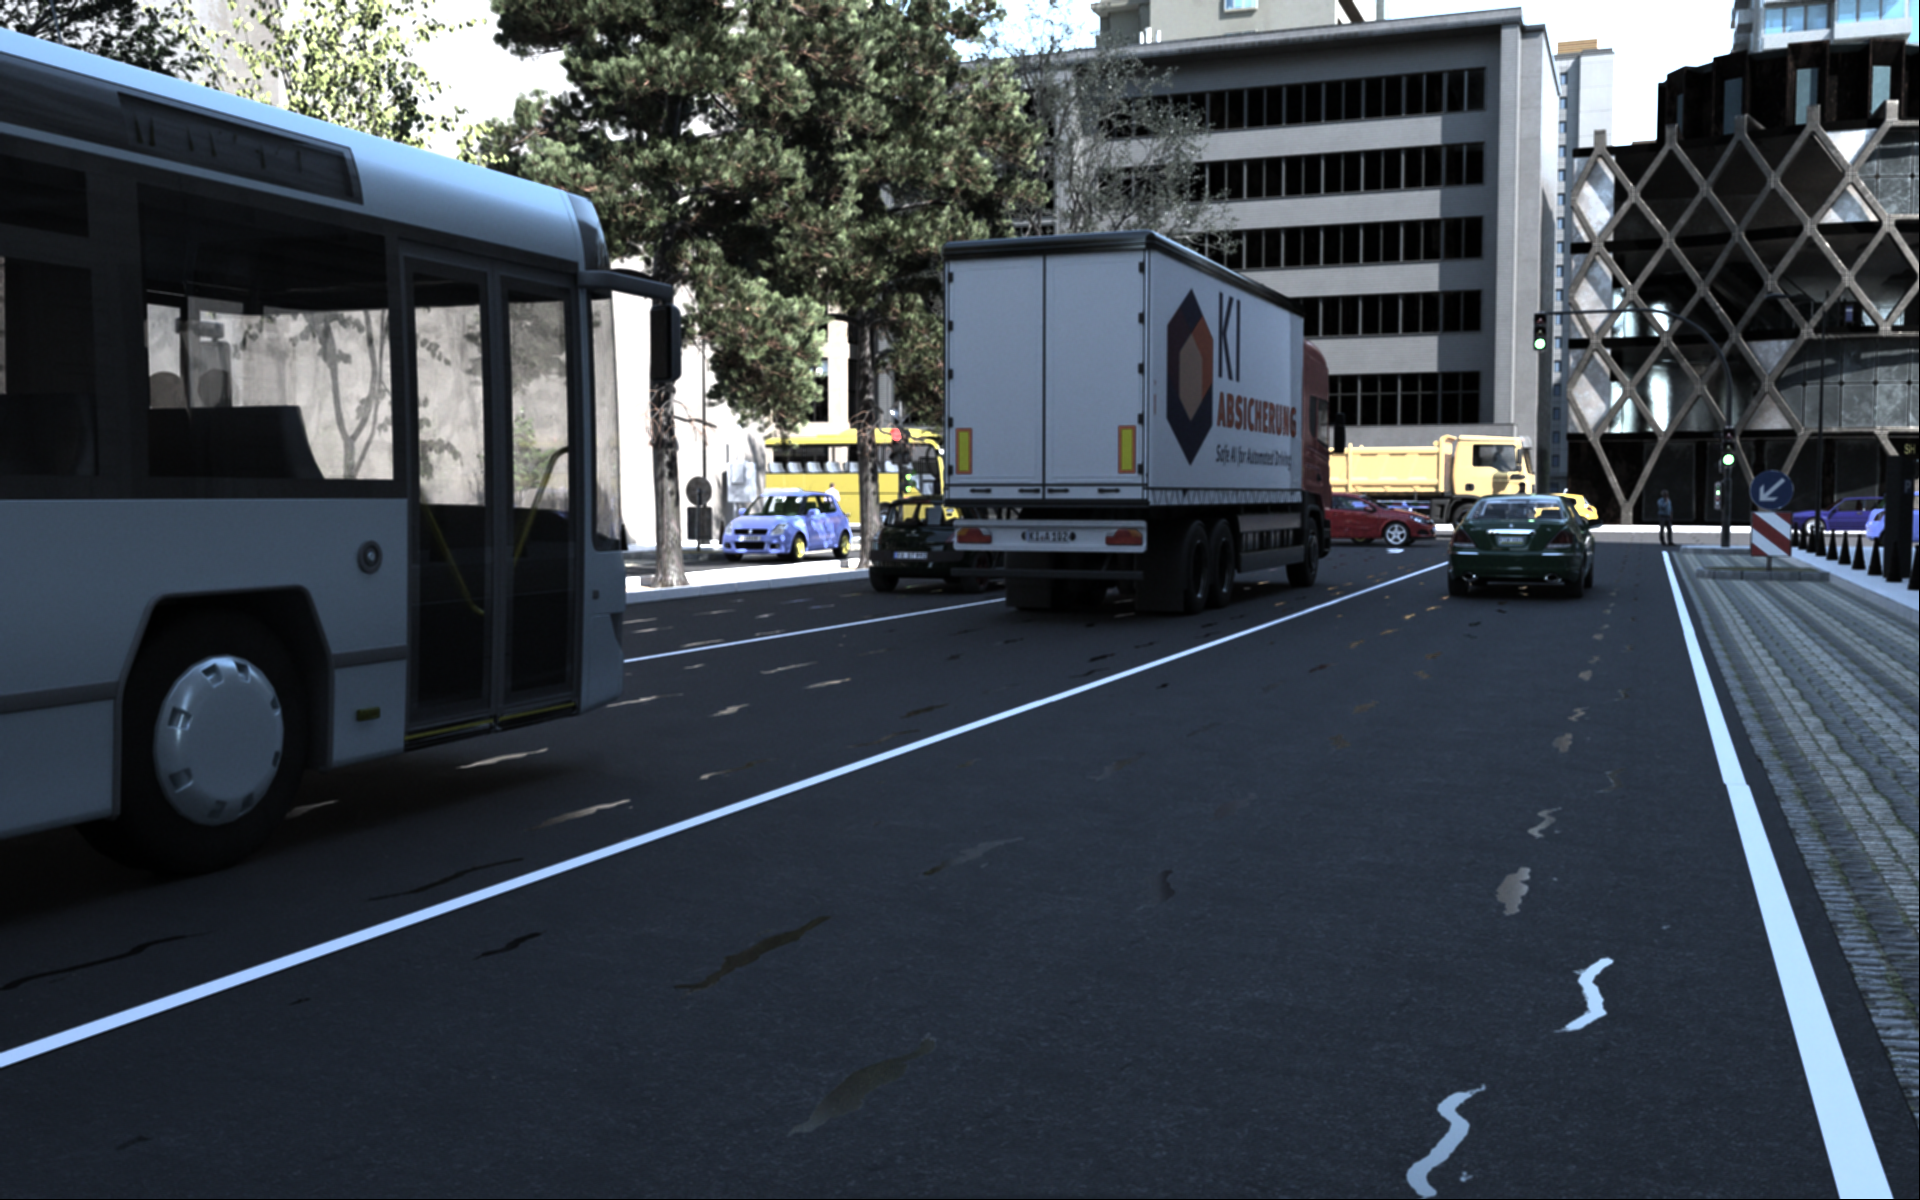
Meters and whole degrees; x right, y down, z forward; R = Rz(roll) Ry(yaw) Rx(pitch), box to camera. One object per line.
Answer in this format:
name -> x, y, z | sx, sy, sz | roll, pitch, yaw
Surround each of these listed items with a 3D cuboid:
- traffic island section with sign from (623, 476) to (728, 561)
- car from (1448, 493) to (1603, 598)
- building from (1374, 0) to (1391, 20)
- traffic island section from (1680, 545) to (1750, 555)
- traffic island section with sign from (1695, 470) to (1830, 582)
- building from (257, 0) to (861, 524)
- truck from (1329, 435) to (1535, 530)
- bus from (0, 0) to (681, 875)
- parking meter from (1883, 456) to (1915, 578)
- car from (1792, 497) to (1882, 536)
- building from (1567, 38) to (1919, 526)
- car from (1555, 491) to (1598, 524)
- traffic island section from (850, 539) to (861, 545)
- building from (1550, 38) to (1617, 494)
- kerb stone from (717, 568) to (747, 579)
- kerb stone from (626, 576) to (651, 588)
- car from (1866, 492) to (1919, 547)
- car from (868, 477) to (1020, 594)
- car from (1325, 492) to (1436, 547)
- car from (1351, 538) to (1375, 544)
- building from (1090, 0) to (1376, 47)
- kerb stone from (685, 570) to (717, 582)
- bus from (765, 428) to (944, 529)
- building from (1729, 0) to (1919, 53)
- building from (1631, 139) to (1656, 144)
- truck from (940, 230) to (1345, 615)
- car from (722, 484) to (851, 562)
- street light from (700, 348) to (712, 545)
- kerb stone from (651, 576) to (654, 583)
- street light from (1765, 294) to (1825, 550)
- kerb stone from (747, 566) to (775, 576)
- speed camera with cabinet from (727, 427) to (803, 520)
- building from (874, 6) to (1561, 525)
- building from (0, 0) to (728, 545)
traffic island section with sign -> -6.034, -1.804, 38.121 | 1.989, 1.847, 2.006 | 1, 4, 22
car -> 8.346, -0.844, 25.605 | 2.131, 1.459, 4.920 | 1, 4, 22
building -> 34.893, -53.784, 192.046 | 31.000, 86.520, 22.319 | 1, 4, 22
traffic island section -> 18.530, -1.200, 41.904 | 2.009, 0.180, 2.903 | 1, 4, 22
traffic island section with sign -> 13.591, -1.270, 29.390 | 1.989, 1.847, 2.006 | 1, 4, 22
building -> -17.807, -17.804, 95.617 | 34.151, 26.468, 19.350 | 1, 4, 22
truck -> 15.150, -3.826, 58.485 | 9.791, 3.379, 3.469 | 1, 4, 22
bus -> -4.910, -0.575, 4.268 | 2.948, 3.499, 13.247 | 1, 4, 20
parking meter -> 14.371, -1.272, 26.503 | 0.399, 1.863, 0.255 | -2, 4, -31
car -> 30.332, -2.841, 59.029 | 3.894, 1.354, 1.945 | 1, 4, 20
building -> 34.880, -12.579, 73.115 | 16.811, 18.784, 16.820 | 1, 4, 22
car -> 22.206, -3.414, 66.042 | 3.980, 1.641, 2.015 | 1, 4, 22
traffic island section -> -1.730, -1.690, 49.912 | 2.009, 0.180, 2.903 | 1, 4, 22
building -> 72.082, -42.165, 231.401 | 28.212, 58.520, 21.231 | 1, 4, 22
kerb stone -> -3.946, -0.437, 29.345 | 0.120, 0.150, 1.000 | 1, 4, 22
kerb stone -> -5.076, -0.260, 26.469 | 0.120, 0.150, 1.000 | 1, 4, 22
car -> 24.962, -2.087, 43.721 | 3.694, 1.707, 1.945 | 1, 4, 21
car -> 0.090, -1.023, 26.518 | 2.009, 1.686, 4.222 | 1, 4, 23
car -> 10.990, -2.404, 48.346 | 4.494, 1.783, 2.155 | 1, 4, 23
car -> 10.730, -2.521, 50.802 | 3.694, 1.707, 1.945 | 1, 4, 20
building -> 23.404, -32.209, 150.322 | 21.300, 48.544, 21.600 | 1, 4, 22
kerb stone -> -4.322, -0.374, 28.379 | 0.120, 0.150, 1.000 | 1, 4, 22
bus -> -5.304, -4.589, 66.579 | 12.252, 3.916, 2.896 | 1, 4, 22
building -> 74.709, -31.898, 141.146 | 23.786, 49.044, 30.456 | 1, 4, 22
building -> 91.301, -34.868, 220.196 | 14.200, 45.320, 14.600 | 1, 4, 22
truck -> 3.073, -2.146, 23.993 | 2.839, 4.237, 11.283 | 1, 4, 23
car -> -3.786, -1.732, 37.905 | 1.945, 1.707, 3.694 | 1, 4, 20
street light -> -5.923, -4.326, 43.275 | 1.470, 5.913, 1.316 | 1, 4, 22
kerb stone -> -4.706, -0.319, 27.425 | 0.120, 0.150, 1.000 | 1, 4, 22
street light -> 19.346, -4.135, 40.143 | 1.470, 5.913, 1.316 | 1, 4, 22
kerb stone -> -3.572, -0.496, 30.300 | 0.120, 0.150, 1.000 | 1, 4, 22
speed camera with cabinet -> -5.410, -3.291, 48.140 | 2.038, 3.252, 0.660 | 1, 4, 12
building -> 11.631, -16.006, 80.772 | 30.058, 24.678, 14.314 | 1, 4, 22
building -> -25.033, -14.853, 47.355 | 34.151, 26.468, 19.350 | 1, 4, 22
